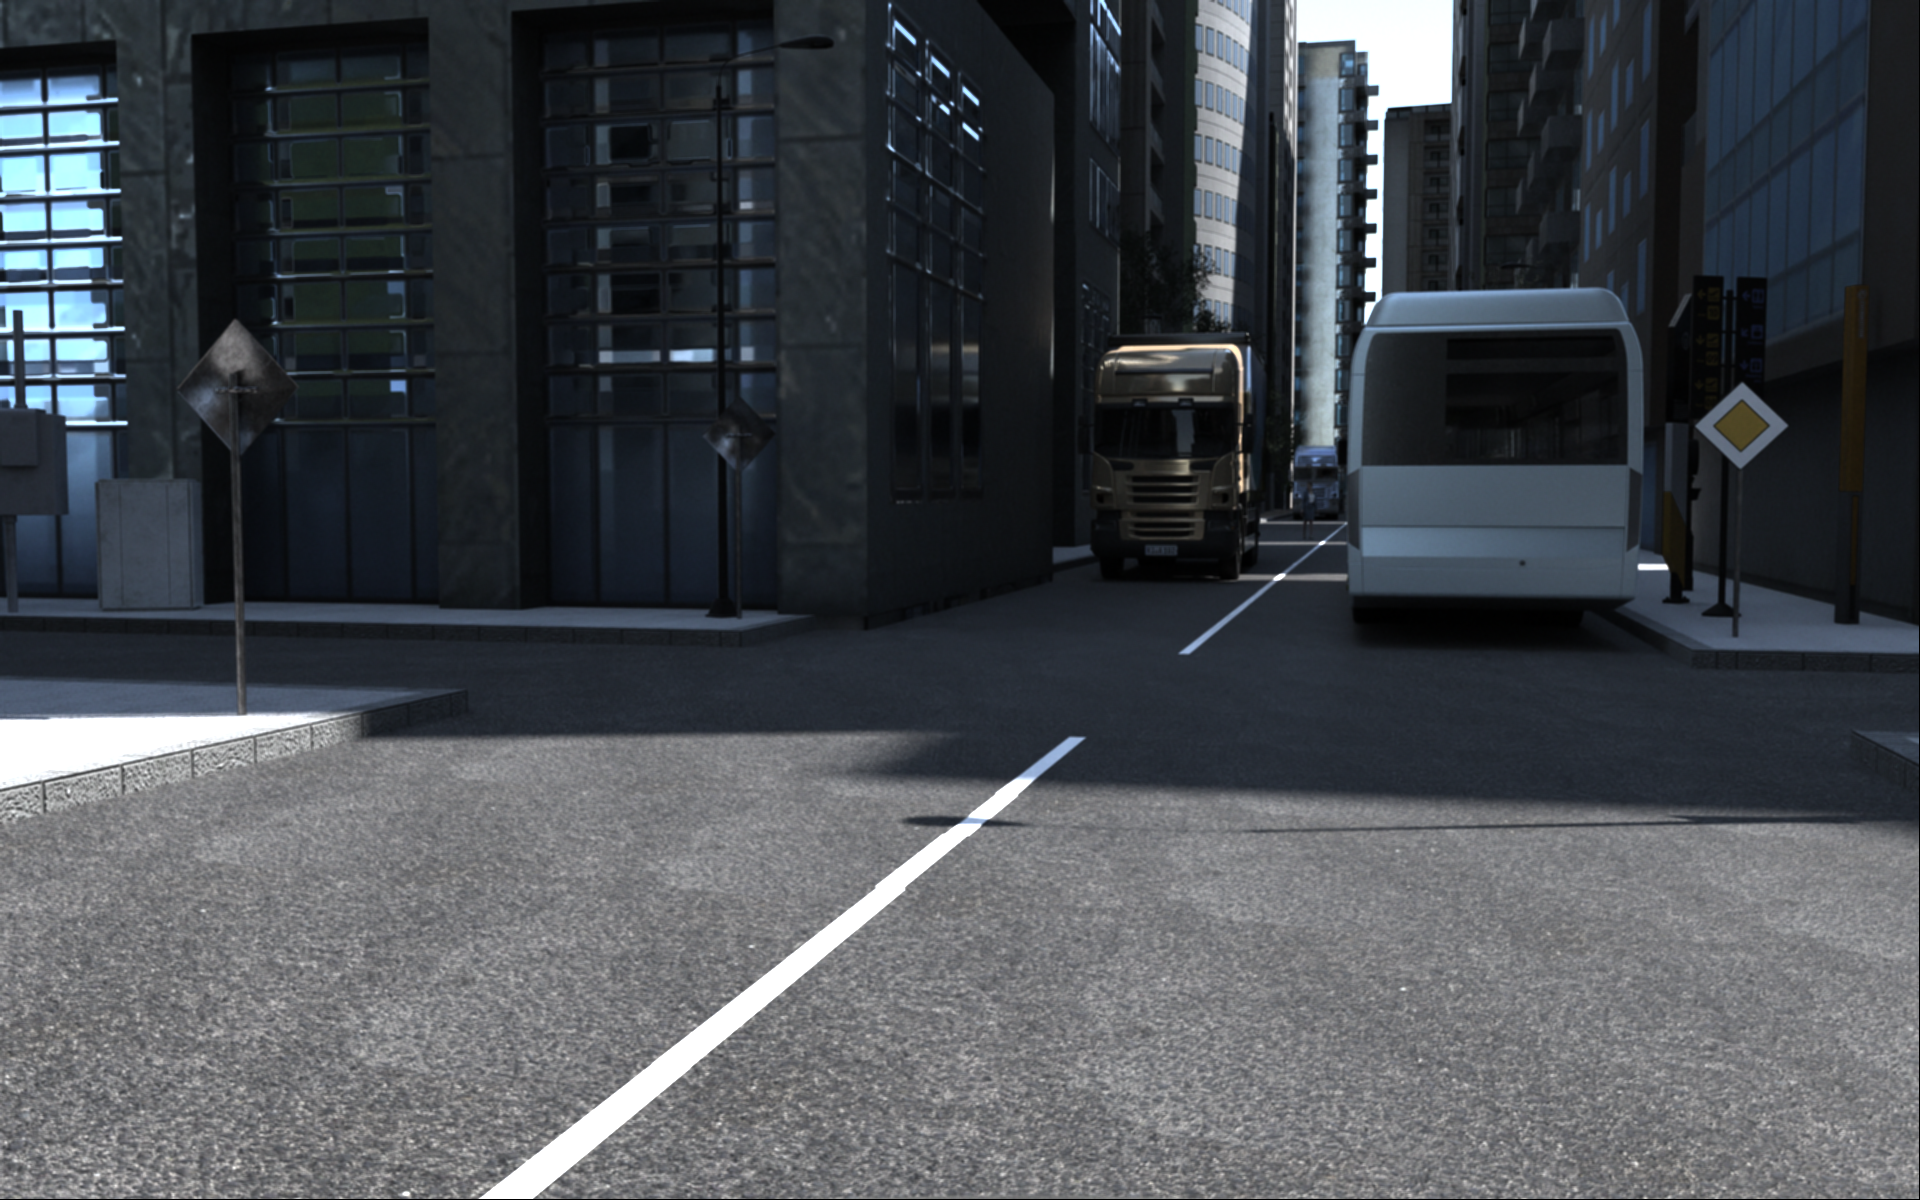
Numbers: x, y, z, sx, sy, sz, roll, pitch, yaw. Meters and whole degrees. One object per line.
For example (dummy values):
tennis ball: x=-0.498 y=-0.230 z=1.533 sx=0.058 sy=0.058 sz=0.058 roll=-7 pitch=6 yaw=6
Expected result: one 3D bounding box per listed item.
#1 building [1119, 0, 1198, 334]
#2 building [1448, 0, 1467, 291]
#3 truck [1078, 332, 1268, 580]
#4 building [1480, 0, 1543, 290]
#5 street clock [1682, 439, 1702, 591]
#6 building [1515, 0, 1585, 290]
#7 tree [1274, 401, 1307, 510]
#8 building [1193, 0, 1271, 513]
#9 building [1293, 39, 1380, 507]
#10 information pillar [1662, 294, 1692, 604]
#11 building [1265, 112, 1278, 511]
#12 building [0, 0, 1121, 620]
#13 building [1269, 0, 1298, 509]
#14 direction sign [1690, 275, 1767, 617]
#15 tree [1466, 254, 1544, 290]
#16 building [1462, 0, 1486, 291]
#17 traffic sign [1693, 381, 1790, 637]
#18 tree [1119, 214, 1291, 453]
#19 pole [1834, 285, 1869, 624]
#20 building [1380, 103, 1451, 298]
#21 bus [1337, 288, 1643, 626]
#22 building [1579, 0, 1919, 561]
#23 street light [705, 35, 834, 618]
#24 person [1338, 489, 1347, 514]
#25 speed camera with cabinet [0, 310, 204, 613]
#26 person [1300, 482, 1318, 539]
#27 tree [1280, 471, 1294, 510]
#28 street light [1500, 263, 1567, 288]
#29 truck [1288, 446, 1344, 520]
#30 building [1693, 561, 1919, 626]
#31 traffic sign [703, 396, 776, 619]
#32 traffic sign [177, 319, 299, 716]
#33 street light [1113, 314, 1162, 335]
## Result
building: x=2.247 y=-23.807 z=72.845 sx=14.154 sy=41.232 sz=14.086 roll=1 pitch=4 yaw=14
building: x=54.796 y=-33.878 z=143.139 sx=28.713 sy=52.752 sz=27.495 roll=1 pitch=4 yaw=14
truck: x=4.283 y=-2.667 z=32.511 sx=2.839 sy=4.237 sz=11.283 roll=1 pitch=4 yaw=12
building: x=36.505 y=-19.926 z=97.497 sx=14.160 sy=30.474 sz=14.107 roll=1 pitch=4 yaw=14
street clock: x=9.647 y=-1.127 z=22.998 sx=0.358 sy=2.002 sz=0.471 roll=1 pitch=4 yaw=17
building: x=34.322 y=-27.438 z=68.214 sx=23.786 sy=49.044 sz=30.456 roll=1 pitch=4 yaw=14
tree: x=25.549 y=-11.395 z=136.678 sx=4.737 sy=8.622 sz=4.395 roll=0 pitch=3 yaw=0
building: x=7.466 y=-34.509 z=106.219 sx=21.231 sy=58.520 sz=28.212 roll=1 pitch=4 yaw=14
building: x=29.084 y=-34.632 z=185.834 sx=30.456 sy=49.044 sz=23.786 roll=1 pitch=4 yaw=14
information pillar: x=8.387 y=-1.768 z=20.256 sx=0.183 sy=3.616 sz=0.504 roll=3 pitch=5 yaw=44
building: x=15.673 y=-21.735 z=127.076 sx=14.160 sy=30.474 sz=14.107 roll=1 pitch=4 yaw=14
building: x=-8.137 y=-44.071 z=33.232 sx=22.319 sy=86.520 sz=31.000 roll=1 pitch=4 yaw=14
building: x=19.389 y=-43.868 z=155.493 sx=20.611 sy=71.187 sz=20.563 roll=1 pitch=4 yaw=14
direction sign: x=8.015 y=-1.598 z=18.127 sx=0.876 sy=3.537 sz=0.379 roll=-1 pitch=4 yaw=-15
tree: x=17.123 y=-6.290 z=53.196 sx=4.360 sy=8.622 sz=3.978 roll=0 pitch=3 yaw=0
building: x=44.993 y=-35.149 z=116.691 sx=21.231 sy=58.520 sz=28.212 roll=1 pitch=4 yaw=14
traffic sign: x=6.953 y=-0.724 z=15.476 sx=0.795 sy=2.450 sz=0.064 roll=1 pitch=4 yaw=14
tree: x=6.166 y=-7.591 z=58.529 sx=7.601 sy=10.594 sz=8.767 roll=-1 pitch=4 yaw=-9
pole: x=8.777 y=-1.419 z=17.043 sx=0.158 sy=3.312 sz=0.155 roll=0 pitch=3 yaw=0
building: x=49.808 y=-30.099 z=175.717 sx=14.086 sy=41.232 sz=14.154 roll=1 pitch=4 yaw=14
bus: x=6.270 y=-1.666 z=22.097 sx=2.948 sy=3.499 sz=13.247 roll=1 pitch=4 yaw=13
building: x=22.703 y=-23.846 z=39.998 sx=14.600 sy=45.320 sz=14.200 roll=1 pitch=4 yaw=14
street light: x=-1.955 y=-2.769 z=17.813 sx=1.470 sy=5.913 sz=1.316 roll=1 pitch=4 yaw=14
person: x=27.970 y=-7.253 z=127.163 sx=0.705 sy=1.814 sz=1.350 roll=-3 pitch=5 yaw=-43
speed camera with cabinet: x=-9.488 y=-1.510 z=19.025 sx=2.038 sy=3.252 sz=0.660 roll=-1 pitch=4 yaw=-13
person: x=11.127 y=-2.855 z=55.195 sx=0.581 sy=1.822 sz=0.654 roll=0 pitch=4 yaw=3
tree: x=26.596 y=-8.936 z=140.704 sx=1.663 sy=3.219 sz=1.824 roll=0 pitch=3 yaw=0
street light: x=11.540 y=-3.809 z=34.818 sx=1.470 sy=5.913 sz=1.316 roll=1 pitch=4 yaw=14
truck: x=21.071 y=-6.890 z=102.410 sx=2.967 sy=4.110 sz=18.799 roll=1 pitch=4 yaw=12
building: x=17.243 y=-22.599 z=19.605 sx=14.200 sy=45.320 sz=14.600 roll=1 pitch=4 yaw=14
traffic sign: x=-2.266 y=-0.862 z=17.743 sx=0.795 sy=2.450 sz=0.064 roll=1 pitch=4 yaw=14
traffic sign: x=-4.162 y=-0.388 z=9.985 sx=0.795 sy=2.450 sz=0.064 roll=1 pitch=4 yaw=14
street light: x=4.542 y=-4.435 z=45.049 sx=1.470 sy=5.913 sz=1.316 roll=1 pitch=4 yaw=14
